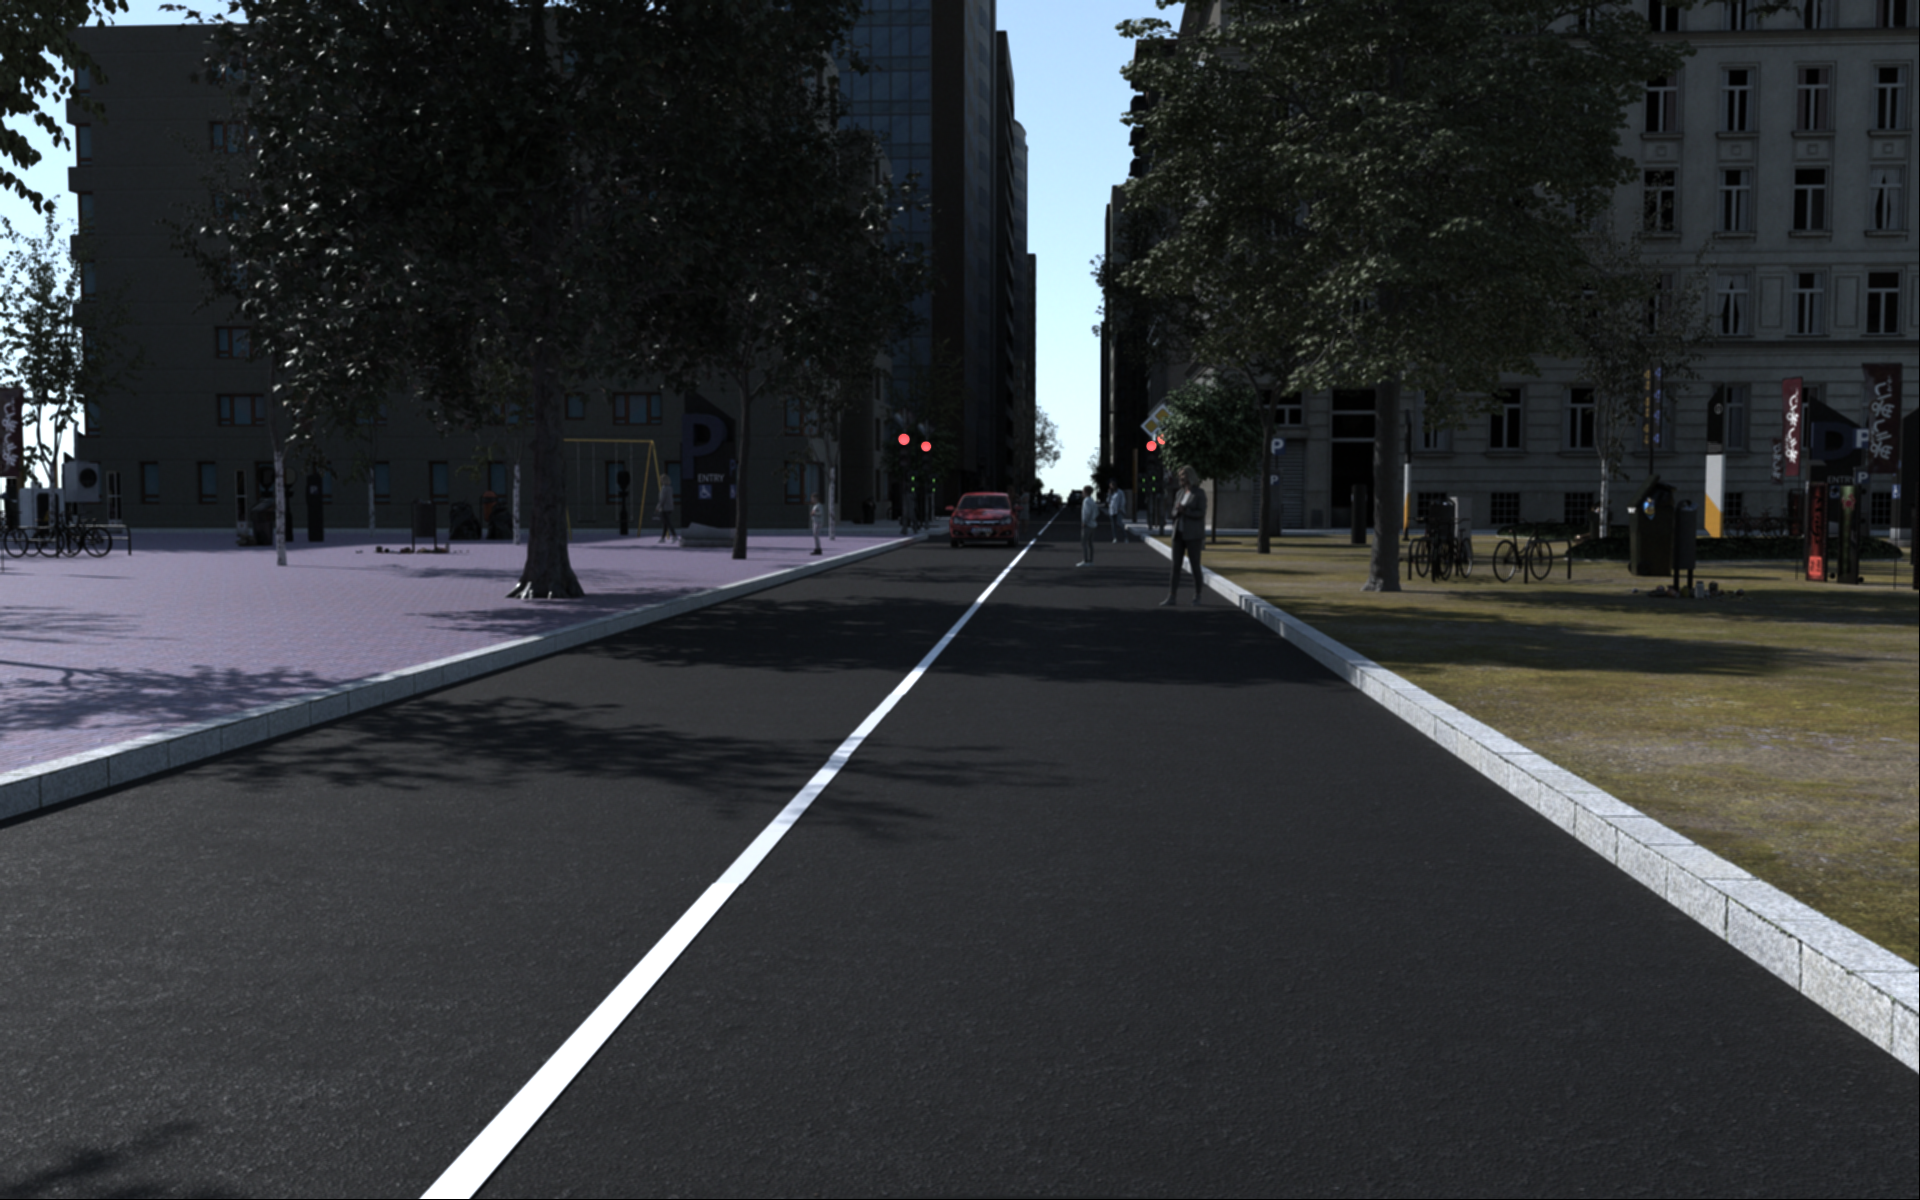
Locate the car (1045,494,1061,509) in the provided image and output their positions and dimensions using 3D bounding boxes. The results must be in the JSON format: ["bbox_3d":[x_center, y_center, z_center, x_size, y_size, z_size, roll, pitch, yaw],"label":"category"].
[{"bbox_3d":[8.672,-9.710,167.800,2.155,1.783,4.494,0,4,5],"label":"car"}]

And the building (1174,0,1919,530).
[{"bbox_3d":[23.957,-14.388,68.530,30.059,22.955,16.112,0,4,4],"label":"building"}]

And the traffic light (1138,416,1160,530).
[{"bbox_3d":[6.772,-4.445,61.597,0.839,4.253,0.868,0,4,4],"label":"traffic light"}]

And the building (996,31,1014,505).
[{"bbox_3d":[-5.535,-33.785,176.093,21.300,48.544,21.600,0,4,4],"label":"building"}]

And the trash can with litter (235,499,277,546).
[{"bbox_3d":[-17.372,-1.923,42.835,0.624,1.170,1.055,1,4,18],"label":"trash can with litter"}]

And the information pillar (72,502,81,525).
[{"bbox_3d":[-34.168,-3.829,67.097,0.304,2.012,0.304,1,4,17],"label":"information pillar"}]

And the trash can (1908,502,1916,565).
[{"bbox_3d":[16.662,-1.104,29.710,0.748,1.137,0.748,0,3,0],"label":"trash can"}]

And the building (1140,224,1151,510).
[{"bbox_3d":[20.973,-17.601,121.058,16.112,22.955,30.059,0,4,4],"label":"building"}]

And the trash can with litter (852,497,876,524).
[{"bbox_3d":[-4.135,-3.834,74.078,1.055,1.170,0.624,1,4,20],"label":"trash can with litter"}]

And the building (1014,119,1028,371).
[{"bbox_3d":[-0.578,-44.232,265.189,21.231,58.520,28.212,0,4,4],"label":"building"}]

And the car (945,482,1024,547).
[{"bbox_3d":[0.700,-2.393,48.159,2.155,1.783,4.494,0,4,3],"label":"car"}]

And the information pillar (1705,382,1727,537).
[{"bbox_3d":[15.911,-2.758,36.447,0.183,3.616,0.504,-1,4,-17],"label":"information pillar"}]

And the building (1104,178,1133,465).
[{"bbox_3d":[28.148,-36.377,244.871,14.600,45.320,14.200,0,4,4],"label":"building"}]

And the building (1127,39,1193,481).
[{"bbox_3d":[27.390,-31.282,166.090,22.147,44.769,28.867,0,4,4],"label":"building"}]

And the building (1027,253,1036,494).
[{"bbox_3d":[5.407,-36.892,286.774,14.154,41.232,14.086,0,4,4],"label":"building"}]

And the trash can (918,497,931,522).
[{"bbox_3d":[-1.634,-4.139,79.330,0.748,1.137,0.748,0,3,0],"label":"trash can"}]

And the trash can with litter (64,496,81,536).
[{"bbox_3d":[-27.557,-2.574,53.140,2.233,1.210,1.678,3,5,39],"label":"trash can with litter"}]

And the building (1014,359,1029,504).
[{"bbox_3d":[-4.737,-24.017,237.713,27.650,21.520,28.899,0,4,4],"label":"building"}]

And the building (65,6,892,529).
[{"bbox_3d":[-18.343,-14.240,77.871,27.650,21.520,28.899,0,4,4],"label":"building"}]

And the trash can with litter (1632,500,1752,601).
[{"bbox_3d":[9.407,-0.664,21.918,1.678,1.210,2.233,3,5,41],"label":"trash can with litter"}]

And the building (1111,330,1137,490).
[{"bbox_3d":[31.279,-21.467,196.022,27.650,21.520,28.899,0,4,4],"label":"building"}]

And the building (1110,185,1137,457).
[{"bbox_3d":[27.077,-33.476,230.919,14.154,41.232,14.086,0,4,4],"label":"building"}]

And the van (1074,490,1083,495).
[{"bbox_3d":[18.779,-16.722,277.781,2.240,2.365,5.245,0,4,2],"label":"van"}]

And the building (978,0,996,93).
[{"bbox_3d":[-7.982,-37.250,151.036,21.231,58.520,28.212,0,4,4],"label":"building"}]

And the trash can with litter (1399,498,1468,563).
[{"bbox_3d":[8.657,-1.316,32.579,2.233,1.210,1.678,-1,4,-15],"label":"trash can with litter"}]

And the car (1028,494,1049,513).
[{"bbox_3d":[5.929,-7.514,132.636,2.009,1.686,4.222,0,4,6],"label":"car"}]

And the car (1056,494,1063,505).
[{"bbox_3d":[12.484,-13.212,226.241,2.015,1.641,3.980,0,4,5],"label":"car"}]

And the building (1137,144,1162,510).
[{"bbox_3d":[21.871,-22.856,145.397,14.160,30.474,14.107,0,4,4],"label":"building"}]

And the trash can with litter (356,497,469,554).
[{"bbox_3d":[-12.031,-1.636,37.810,2.233,1.210,1.678,0,4,6],"label":"trash can with litter"}]

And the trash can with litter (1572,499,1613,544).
[{"bbox_3d":[15.785,-1.952,43.307,0.624,1.170,1.055,-2,4,-28],"label":"trash can with litter"}]

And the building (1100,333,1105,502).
[{"bbox_3d":[30.354,-31.593,288.239,14.160,30.474,14.107,0,4,4],"label":"building"}]

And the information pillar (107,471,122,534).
[{"bbox_3d":[-27.401,-3.159,56.138,0.304,2.012,0.304,0,4,6],"label":"information pillar"}]

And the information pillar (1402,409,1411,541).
[{"bbox_3d":[12.222,-3.422,47.299,0.183,3.616,0.504,0,4,5],"label":"information pillar"}]

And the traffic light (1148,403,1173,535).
[{"bbox_3d":[6.242,-3.958,53.629,0.839,4.253,0.868,0,4,4],"label":"traffic light"}]

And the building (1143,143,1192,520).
[{"bbox_3d":[16.042,-15.879,95.782,11.583,22.565,21.152,0,4,4],"label":"building"}]

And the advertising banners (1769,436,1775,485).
[{"bbox_3d":[25.562,-3.463,52.805,2.074,3.025,0.090,-1,4,-9],"label":"advertising banners"}]

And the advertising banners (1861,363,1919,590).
[{"bbox_3d":[13.045,-1.646,23.096,2.074,3.025,0.090,0,4,4],"label":"advertising banners"}]

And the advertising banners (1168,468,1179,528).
[{"bbox_3d":[6.034,-3.187,48.299,0.090,3.025,2.074,1,4,20],"label":"advertising banners"}]

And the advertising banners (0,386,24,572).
[{"bbox_3d":[-16.195,-1.971,28.417,2.074,3.025,0.090,1,4,13],"label":"advertising banners"}]

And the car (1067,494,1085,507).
[{"bbox_3d":[13.052,-11.210,195.080,2.131,1.459,4.920,0,4,6],"label":"car"}]

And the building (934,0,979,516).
[{"bbox_3d":[-6.169,-27.878,105.920,14.600,45.320,14.200,0,4,4],"label":"building"}]

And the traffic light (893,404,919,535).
[{"bbox_3d":[-1.703,-3.989,54.140,0.839,4.253,0.868,0,4,4],"label":"traffic light"}]

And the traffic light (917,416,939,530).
[{"bbox_3d":[-1.173,-4.476,62.107,0.839,4.253,0.868,0,4,4],"label":"traffic light"}]

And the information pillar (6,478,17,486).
[{"bbox_3d":[-42.387,-4.462,77.439,0.304,2.012,0.304,1,4,14],"label":"information pillar"}]

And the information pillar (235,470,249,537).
[{"bbox_3d":[-21.619,-2.914,52.143,0.304,2.012,0.304,-1,4,-14],"label":"information pillar"}]

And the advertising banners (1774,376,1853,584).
[{"bbox_3d":[12.566,-1.780,25.294,0.090,3.025,2.074,0,4,-6],"label":"advertising banners"}]
